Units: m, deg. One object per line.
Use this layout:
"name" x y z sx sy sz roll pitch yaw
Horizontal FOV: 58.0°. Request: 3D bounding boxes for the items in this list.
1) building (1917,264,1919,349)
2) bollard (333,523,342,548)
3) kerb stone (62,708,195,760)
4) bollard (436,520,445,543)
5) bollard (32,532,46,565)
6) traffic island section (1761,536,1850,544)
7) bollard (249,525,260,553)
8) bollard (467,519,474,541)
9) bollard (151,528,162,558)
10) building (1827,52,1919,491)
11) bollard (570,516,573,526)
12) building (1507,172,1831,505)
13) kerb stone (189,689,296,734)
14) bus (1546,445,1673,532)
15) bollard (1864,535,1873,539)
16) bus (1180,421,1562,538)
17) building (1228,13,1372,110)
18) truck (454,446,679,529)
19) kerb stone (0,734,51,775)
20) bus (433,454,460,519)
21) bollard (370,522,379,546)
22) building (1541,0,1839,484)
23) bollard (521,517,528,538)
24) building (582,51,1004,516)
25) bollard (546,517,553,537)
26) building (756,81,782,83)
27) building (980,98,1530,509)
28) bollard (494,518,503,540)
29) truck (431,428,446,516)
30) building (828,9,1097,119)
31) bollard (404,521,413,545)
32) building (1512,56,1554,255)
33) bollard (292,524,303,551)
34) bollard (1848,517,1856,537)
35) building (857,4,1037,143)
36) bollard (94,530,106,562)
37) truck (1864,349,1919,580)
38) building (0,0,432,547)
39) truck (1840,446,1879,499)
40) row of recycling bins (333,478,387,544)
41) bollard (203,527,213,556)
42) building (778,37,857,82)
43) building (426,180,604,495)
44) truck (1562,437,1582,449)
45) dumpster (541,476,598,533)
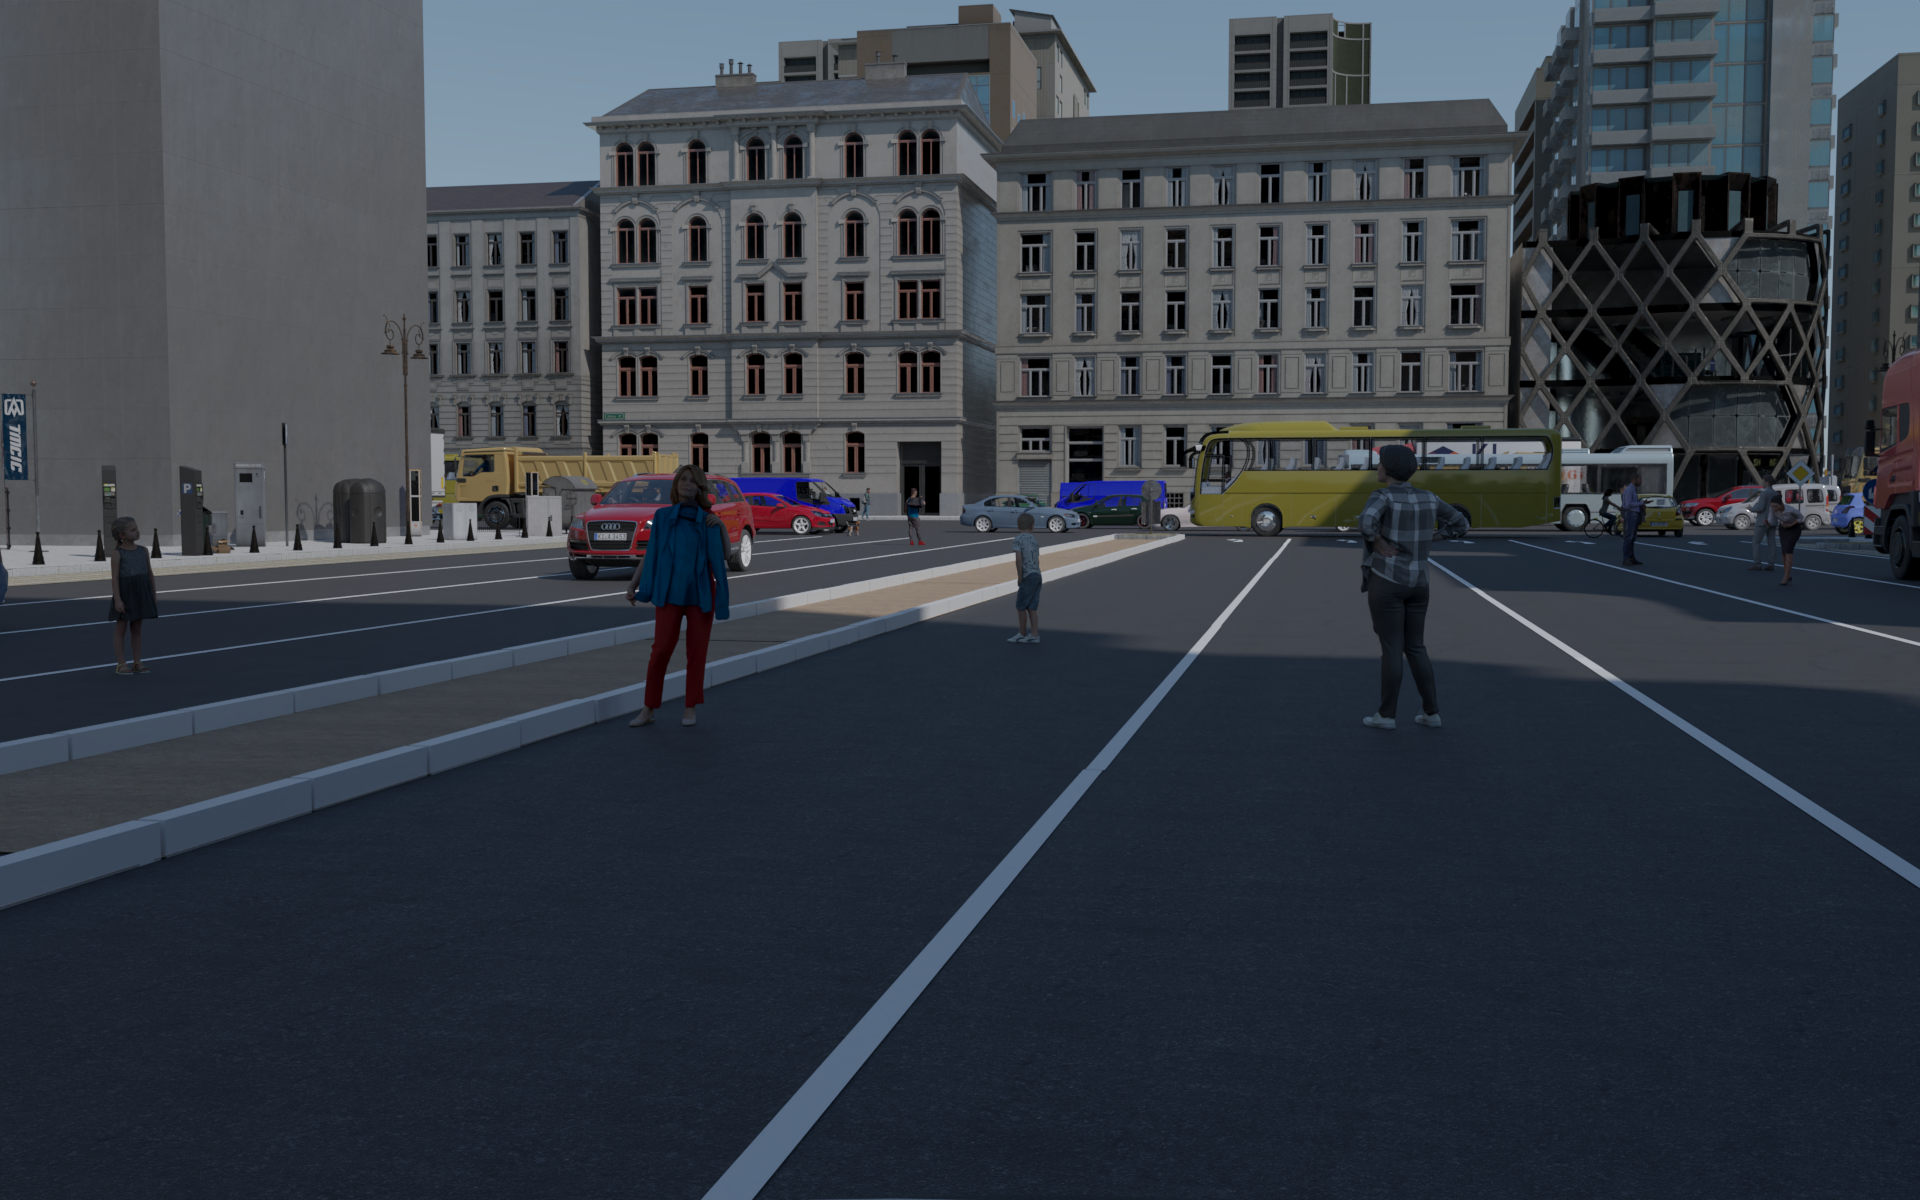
"building" 64.069 -16.792 92.563 19.932 24.808 12.078 1 4 12
"bollard" -14.713 -1.522 40.922 0.229 0.601 0.229 0 3 0
"kerb stone" -4.704 0.760 9.768 0.120 0.150 1.000 1 4 12
"bollard" -13.704 -1.812 45.667 0.229 0.601 0.229 0 3 0
"bollard" -16.730 -0.941 31.430 0.229 0.601 0.229 0 3 0
"traffic island section" 24.658 -1.750 50.891 2.009 0.180 2.903 1 4 12
"bollard" -15.388 -1.328 37.752 0.229 0.601 0.229 0 3 0
"bollard" -13.364 -1.910 47.269 0.229 0.601 0.229 0 3 0
"bollard" -16.057 -1.134 34.585 0.229 0.601 0.229 0 3 0
"building" 105.629 -34.096 181.175 21.600 48.544 21.300 1 4 12
"bollard" -12.013 -2.299 53.630 0.229 0.601 0.229 0 3 0
"building" 40.650 -14.257 100.555 16.811 18.784 16.820 1 4 12
"kerb stone" -4.493 0.699 10.774 0.120 0.150 1.000 1 4 12
"bus" 20.484 -4.439 67.440 13.247 3.499 2.948 1 4 10
"bollard" 26.111 -2.061 49.746 0.229 0.601 0.229 0 3 0
"bus" 13.691 -4.083 58.306 12.252 3.916 2.896 1 4 14
"building" 51.214 -50.382 261.989 20.611 71.187 20.563 1 4 12
"truck" -16.660 -4.623 71.518 9.791 3.379 3.469 1 4 10
"kerb stone" -4.920 0.822 8.762 0.120 0.150 1.000 1 4 12
"bus" -32.418 -6.589 99.269 12.252 3.916 2.896 1 4 11
"bollard" -14.378 -1.618 42.503 0.229 0.601 0.229 0 3 0
"building" 66.727 -33.153 161.667 23.786 49.044 30.456 1 4 12
"bollard" -12.684 -2.105 50.459 0.229 0.601 0.229 0 3 0
"building" -9.687 -19.645 108.592 23.554 28.519 14.401 1 4 12
"bollard" -12.345 -2.202 52.052 0.229 0.601 0.229 0 3 0
"building" -23.057 -35.781 208.713 21.600 48.544 21.300 1 4 12
"building" 17.513 -16.575 104.286 30.059 22.955 16.112 1 4 12
"bollard" -13.027 -2.007 48.862 0.229 0.601 0.229 0 3 0
"truck" -27.788 -5.233 74.466 11.283 4.237 2.839 1 4 14
"building" 0.122 -37.309 199.242 27.495 52.752 28.713 1 4 12
"bollard" -14.038 -1.715 44.080 0.229 0.601 0.229 0 3 0
"building" 71.804 -34.463 187.165 21.300 48.544 21.600 1 4 12
"bollard" -15.049 -1.425 39.345 0.229 0.601 0.229 0 3 0
"bollard" 26.449 -2.158 51.329 0.229 0.601 0.229 0 3 0
"building" -0.765 -31.433 164.043 14.600 45.320 14.200 1 4 12
"bollard" -16.397 -1.038 33.008 0.229 0.601 0.229 0 3 0
"truck" 16.068 -2.224 25.273 2.839 4.237 11.283 1 4 12
"building" -32.305 -14.214 51.464 30.058 24.678 14.314 1 4 12
"truck" 39.762 -4.482 69.201 9.791 3.379 3.469 1 4 14
"row of recycling bins" -16.071 -2.390 46.184 1.069 1.692 3.534 -2 4 -28
"bollard" -15.720 -1.231 36.174 0.229 0.601 0.229 0 3 0
"building" -16.272 -51.176 274.971 20.611 71.187 20.563 1 4 12
"building" -30.653 -16.022 111.108 18.267 20.994 9.793 1 4 12
"truck" 25.210 -6.016 87.278 11.283 4.237 2.839 1 4 11
"dumpster" -12.568 -3.054 55.696 1.264 1.857 1.865 1 4 12
